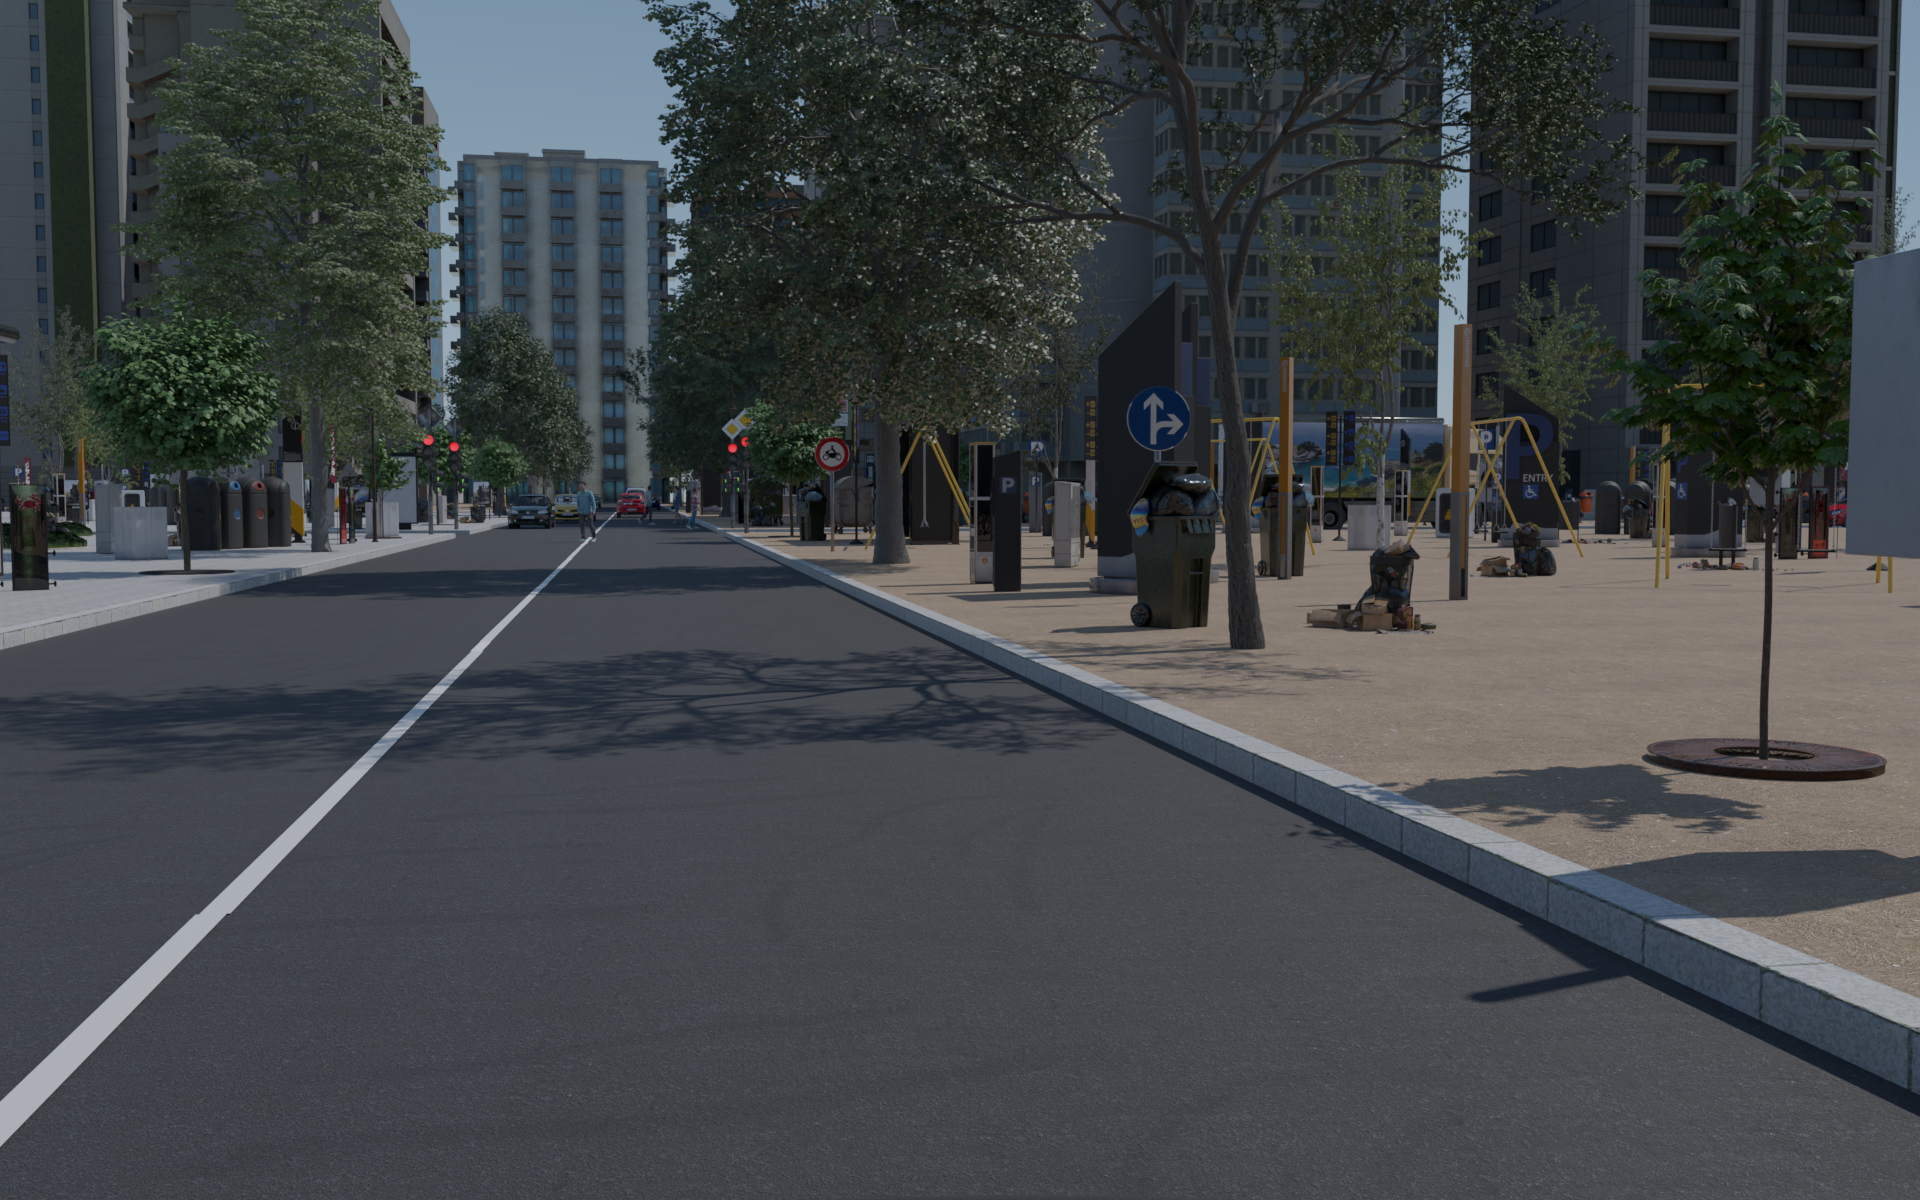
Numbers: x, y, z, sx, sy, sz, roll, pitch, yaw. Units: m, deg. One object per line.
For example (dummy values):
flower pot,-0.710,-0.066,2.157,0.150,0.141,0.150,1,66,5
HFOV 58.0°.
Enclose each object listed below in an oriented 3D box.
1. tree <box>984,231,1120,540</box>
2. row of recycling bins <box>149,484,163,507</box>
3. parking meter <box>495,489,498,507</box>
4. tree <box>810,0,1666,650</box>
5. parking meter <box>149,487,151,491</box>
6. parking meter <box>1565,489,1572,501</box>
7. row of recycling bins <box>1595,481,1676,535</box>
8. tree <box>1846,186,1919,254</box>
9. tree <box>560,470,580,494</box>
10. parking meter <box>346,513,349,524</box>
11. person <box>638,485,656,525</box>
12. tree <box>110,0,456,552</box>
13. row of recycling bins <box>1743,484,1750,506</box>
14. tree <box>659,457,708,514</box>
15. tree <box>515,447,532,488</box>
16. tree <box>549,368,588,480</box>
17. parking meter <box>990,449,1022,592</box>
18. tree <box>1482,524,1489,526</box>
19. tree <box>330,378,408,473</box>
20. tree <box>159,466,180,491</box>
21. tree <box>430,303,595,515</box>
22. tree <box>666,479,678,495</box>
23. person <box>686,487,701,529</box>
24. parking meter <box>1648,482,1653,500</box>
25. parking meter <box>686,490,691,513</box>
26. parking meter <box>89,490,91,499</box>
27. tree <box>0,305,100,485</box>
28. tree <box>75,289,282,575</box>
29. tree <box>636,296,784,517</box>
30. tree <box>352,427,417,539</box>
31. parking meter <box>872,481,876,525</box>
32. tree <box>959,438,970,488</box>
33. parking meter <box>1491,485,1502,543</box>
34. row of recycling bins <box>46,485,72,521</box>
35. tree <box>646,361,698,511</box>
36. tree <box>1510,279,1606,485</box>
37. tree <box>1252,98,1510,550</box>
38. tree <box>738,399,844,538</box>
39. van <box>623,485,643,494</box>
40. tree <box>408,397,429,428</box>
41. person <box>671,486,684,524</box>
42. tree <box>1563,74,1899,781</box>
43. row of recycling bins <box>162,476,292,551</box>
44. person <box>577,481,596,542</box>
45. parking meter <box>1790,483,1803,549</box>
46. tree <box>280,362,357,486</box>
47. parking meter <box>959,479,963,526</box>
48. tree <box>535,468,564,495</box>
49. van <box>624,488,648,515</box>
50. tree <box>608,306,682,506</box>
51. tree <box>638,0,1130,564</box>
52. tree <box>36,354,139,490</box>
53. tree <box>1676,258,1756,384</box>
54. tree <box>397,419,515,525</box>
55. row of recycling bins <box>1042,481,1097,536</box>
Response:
tree,2.454,-5.996,48.403,4.360,8.622,3.978,0,3,0
row of recycling bins,-32.632,-3.973,72.064,3.534,1.692,1.069,3,5,39
parking meter,-35.494,-7.795,133.159,0.399,1.863,0.255,-2,4,-28
tree,2.197,-4.891,14.382,8.767,10.594,7.601,-3,4,-38
parking meter,-59.251,-7.420,127.027,0.255,1.863,0.399,1,4,15
parking meter,30.862,-4.861,87.882,0.372,1.533,0.369,0,3,0
row of recycling bins,21.978,-2.922,54.885,3.534,1.692,1.069,2,4,28
tree,22.694,-5.560,41.275,4.360,8.622,3.978,0,3,0
tree,-45.755,-15.422,202.504,4.360,8.622,3.978,0,3,0
parking meter,-26.736,-4.097,75.402,0.372,1.533,0.369,0,3,0
person,-14.652,-4.445,81.027,0.795,1.843,0.661,-2,4,-30
tree,-14.385,-7.309,37.624,7.486,12.596,7.792,0,3,0
row of recycling bins,33.240,-4.035,73.082,1.069,1.692,3.534,2,4,28
tree,-16.800,-9.879,111.880,4.737,8.622,4.395,0,3,0
tree,-24.865,-6.722,93.626,4.285,4.588,4.351,0,3,0
tree,-36.542,-14.313,152.146,7.486,12.596,7.792,0,3,0
parking meter,0.602,-1.045,22.789,0.399,1.863,0.255,0,4,-5
tree,21.176,-4.657,70.737,1.663,3.219,1.824,0,3,0
tree,-37.337,-9.577,106.939,4.360,8.622,3.978,0,3,0
tree,-22.040,-3.382,49.901,1.663,3.219,1.824,0,3,0
tree,-27.540,-11.439,104.043,9.611,12.733,9.660,0,3,0
tree,-33.541,-12.730,202.734,1.663,3.219,1.824,0,3,0
person,-10.975,-3.793,71.360,0.643,1.720,0.563,-1,4,-10
parking meter,34.130,-4.875,85.410,0.399,1.863,0.255,1,4,21
parking meter,-18.287,-6.620,116.648,0.372,1.533,0.369,0,3,0
parking meter,-48.417,-5.386,96.466,0.372,1.533,0.369,0,3,0
tree,-34.937,-7.104,66.513,4.360,8.622,3.978,0,3,0
tree,-12.563,-2.713,28.072,4.285,4.588,4.351,0,3,0
tree,-13.155,-10.977,96.484,9.611,12.733,9.660,0,3,0
tree,-16.599,-3.374,49.764,1.663,3.219,1.824,0,3,0
parking meter,-3.468,-4.069,72.232,0.399,1.863,0.255,1,4,15
tree,-0.895,-6.874,96.099,4.285,4.588,4.351,0,3,0
parking meter,14.180,-2.271,45.537,0.372,1.533,0.369,0,3,0
row of recycling bins,-42.865,-4.542,81.380,1.069,1.692,3.534,1,4,11
tree,-19.355,-12.874,128.619,7.486,12.596,7.792,0,3,0
tree,19.911,-6.624,58.666,4.737,8.622,4.395,0,3,0
tree,7.514,-4.978,31.755,4.737,8.622,4.395,0,3,0
tree,-4.985,-4.162,51.767,4.285,4.588,4.351,0,3,0
van,-29.760,-9.433,158.608,2.240,2.365,5.245,-1,4,-10
tree,-41.507,-11.003,130.264,4.360,8.622,3.978,0,3,0
person,-13.397,-4.506,82.202,0.654,1.822,0.581,-2,4,-27
tree,3.688,-0.828,8.147,1.663,3.219,1.824,0,3,0
row of recycling bins,-17.061,-2.060,40.791,1.069,1.692,3.534,1,4,13
person,-11.166,-2.651,51.869,0.660,1.820,0.620,1,4,15
parking meter,19.430,-1.956,40.386,0.372,1.533,0.369,0,3,0
tree,-36.335,-9.003,97.556,4.737,8.622,4.395,0,3,0
parking meter,-0.080,-3.883,69.192,0.255,1.863,0.399,3,5,41
tree,-34.439,-11.824,143.678,4.737,8.622,4.395,0,3,0
van,-22.496,-6.934,120.378,2.013,2.044,4.112,-1,4,-10
tree,-29.524,-19.629,176.817,12.611,20.169,13.585,0,3,0
tree,-1.268,-7.637,31.524,9.857,13.997,8.962,0,3,0
tree,-46.669,-8.671,92.135,4.737,8.622,4.395,0,3,0
tree,22.430,-6.088,49.909,4.737,8.622,4.395,0,3,0
tree,-21.527,-5.373,71.564,4.285,4.588,4.351,0,3,0
row of recycling bins,4.100,-2.833,53.437,3.534,1.692,1.069,-2,4,-34
